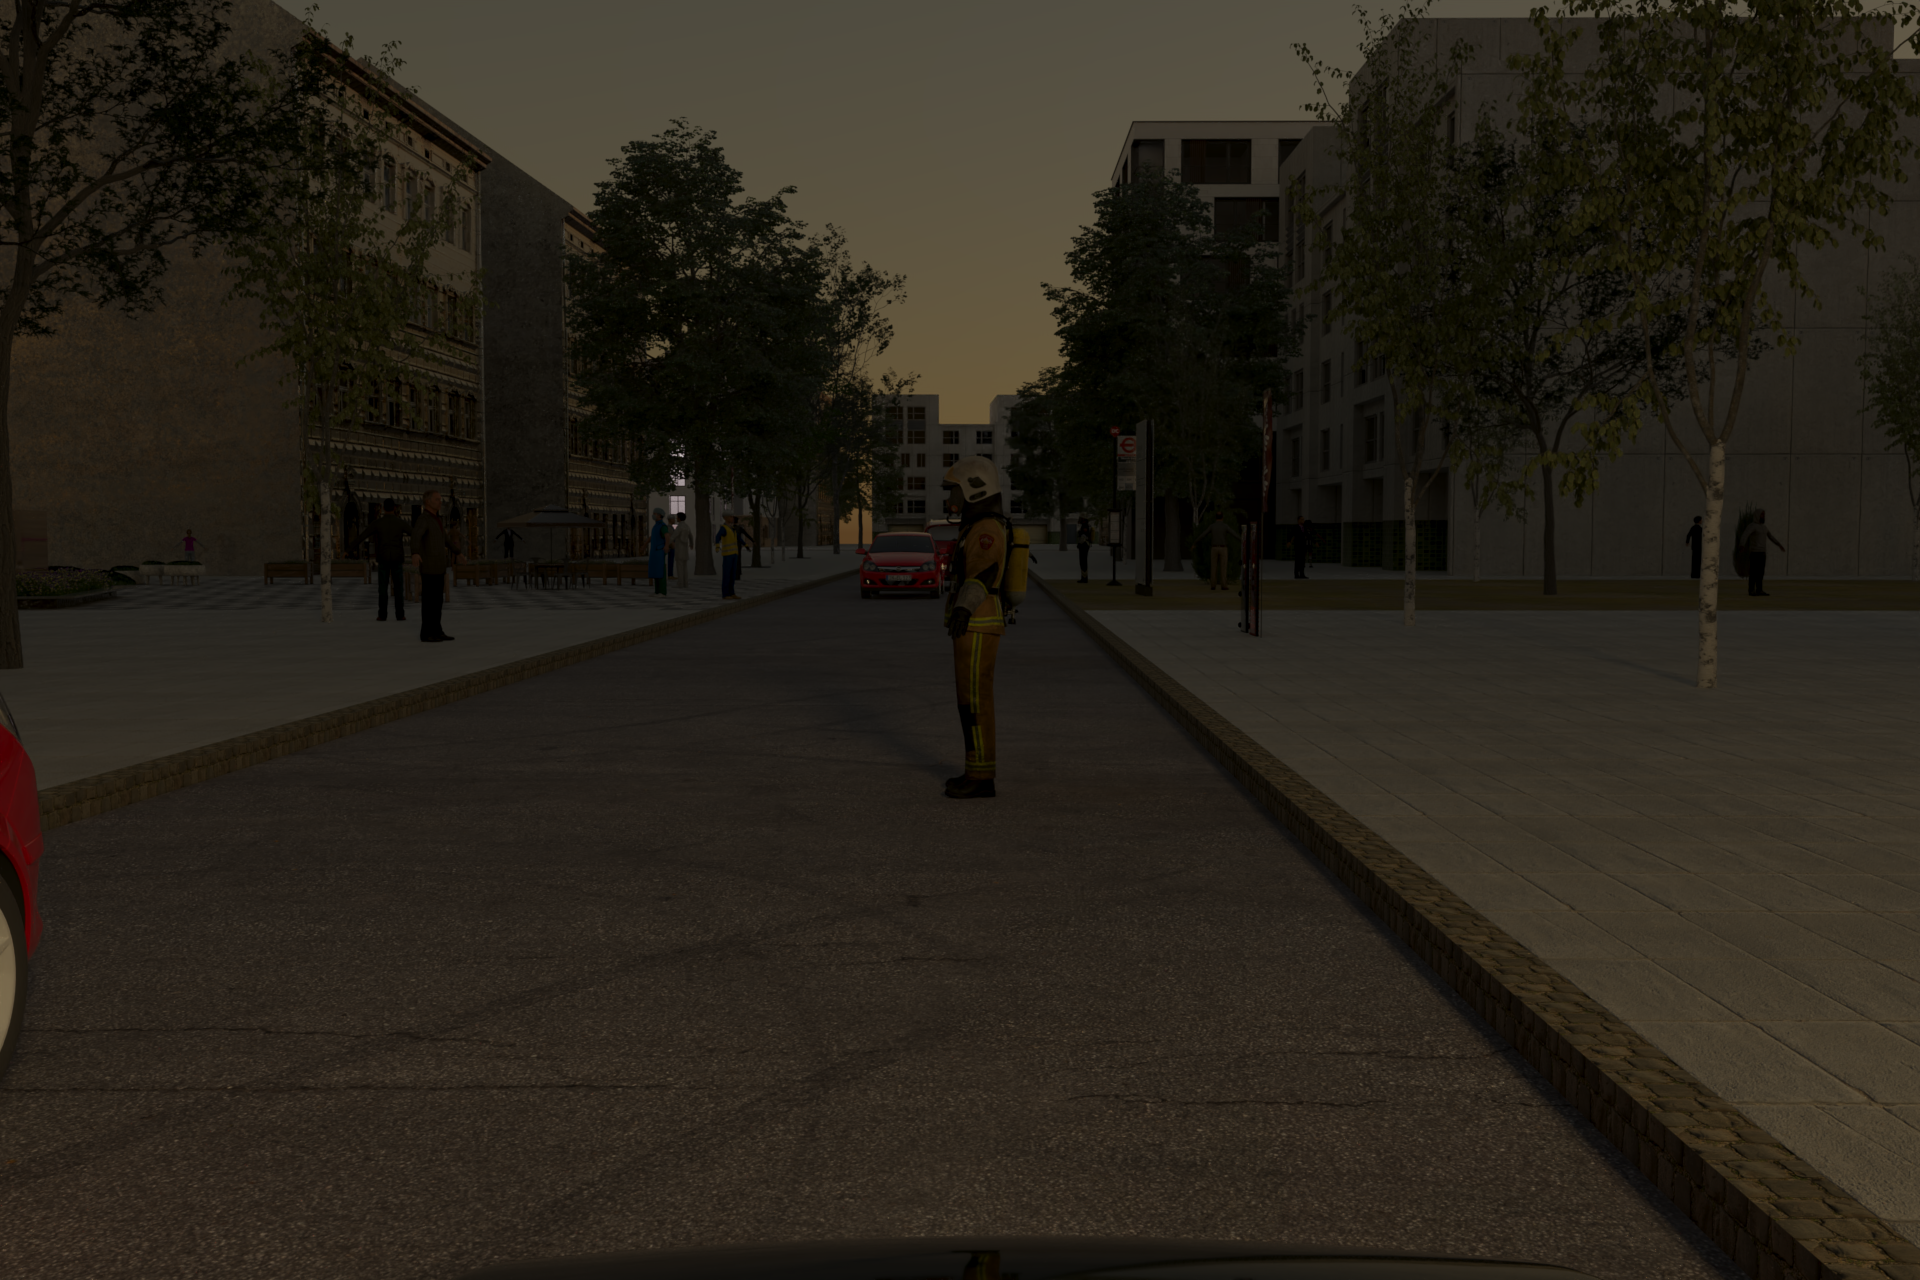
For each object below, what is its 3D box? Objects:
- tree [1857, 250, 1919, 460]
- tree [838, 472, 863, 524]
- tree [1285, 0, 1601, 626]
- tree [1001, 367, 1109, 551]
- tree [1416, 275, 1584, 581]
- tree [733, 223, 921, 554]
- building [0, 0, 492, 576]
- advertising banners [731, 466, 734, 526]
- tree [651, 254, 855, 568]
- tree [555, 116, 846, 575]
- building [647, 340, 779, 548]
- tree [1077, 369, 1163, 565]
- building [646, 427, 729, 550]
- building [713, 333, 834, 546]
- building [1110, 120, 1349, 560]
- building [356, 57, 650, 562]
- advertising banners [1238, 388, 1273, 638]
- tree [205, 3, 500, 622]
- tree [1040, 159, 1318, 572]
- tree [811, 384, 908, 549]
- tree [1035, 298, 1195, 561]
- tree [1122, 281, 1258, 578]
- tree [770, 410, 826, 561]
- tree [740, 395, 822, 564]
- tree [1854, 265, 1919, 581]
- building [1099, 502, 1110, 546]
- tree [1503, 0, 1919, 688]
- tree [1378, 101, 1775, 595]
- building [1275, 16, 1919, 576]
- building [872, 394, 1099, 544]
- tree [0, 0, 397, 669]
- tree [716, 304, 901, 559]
[{"bbox_3d":[23.443,-5.607,42.029,4.360,8.622,3.978,0,3,0],"label":"tree"},{"bbox_3d":[-15.987,-18.602,222.270,7.486,12.596,7.792,0,3,0],"label":"tree"},{"bbox_3d":[6.322,-4.490,23.772,4.737,8.622,4.395,0,3,0],"label":"tree"},{"bbox_3d":[7.664,-13.644,129.726,9.857,13.997,8.962,0,3,0],"label":"tree"},{"bbox_3d":[13.960,-5.921,47.169,4.360,8.622,3.978,0,3,0],"label":"tree"},{"bbox_3d":[-8.669,-15.441,108.357,12.611,20.169,13.585,0,3,0],"label":"tree"},{"bbox_3d":[-28.847,-14.086,61.237,19.493,23.208,18.063,0,4,2],"label":"building"},{"bbox_3d":[-5.878,-2.929,44.075,0.090,3.025,2.074,0,4,0],"label":"advertising banners"},{"bbox_3d":[-7.840,-8.557,65.668,9.928,11.665,9.643,0,3,0],"label":"tree"},{"bbox_3d":[-7.948,-8.989,53.631,9.857,13.997,8.962,0,3,0],"label":"tree"},{"bbox_3d":[-24.054,-18.983,166.790,16.016,20.090,11.380,0,4,1],"label":"building"},{"bbox_3d":[6.855,-7.443,72.057,4.737,8.622,4.395,0,3,0],"label":"tree"},{"bbox_3d":[-24.315,-12.681,149.478,9.099,9.664,28.070,0,4,1],"label":"building"},{"bbox_3d":[-24.032,-22.053,191.501,19.493,23.208,18.063,0,4,2],"label":"building"},{"bbox_3d":[22.653,-15.793,102.194,27.936,21.610,32.646,0,4,1],"label":"building"},{"bbox_3d":[-27.292,-15.809,89.407,19.493,23.208,18.063,0,4,2],"label":"building"},{"bbox_3d":[3.718,-1.568,21.824,0.090,3.025,2.074,0,4,0],"label":"advertising banners"},{"bbox_3d":[-9.087,-4.579,25.233,4.737,8.622,4.395,0,3,0],"label":"tree"},{"bbox_3d":[7.312,-9.323,59.091,9.857,13.997,8.962,0,3,0],"label":"tree"},{"bbox_3d":[-7.968,-13.034,131.236,7.486,12.596,7.792,0,3,0],"label":"tree"},{"bbox_3d":[7.389,-9.947,80.763,7.486,12.596,7.792,0,3,0],"label":"tree"},{"bbox_3d":[7.002,-6.121,50.438,4.360,8.622,3.978,0,3,0],"label":"tree"},{"bbox_3d":[-8.269,-7.990,81.004,4.737,8.622,4.395,0,3,0],"label":"tree"},{"bbox_3d":[-8.044,-7.606,74.726,4.737,8.622,4.395,0,3,0],"label":"tree"},{"bbox_3d":[26.097,-5.902,46.853,4.737,8.622,4.395,0,3,0],"label":"tree"},{"bbox_3d":[24.640,-21.526,182.884,19.493,23.208,18.063,0,4,1],"label":"building"},{"bbox_3d":[6.346,-3.920,14.451,4.737,8.622,4.395,0,3,0],"label":"tree"},{"bbox_3d":[12.660,-6.250,36.600,8.767,10.594,7.601,2,4,27],"label":"tree"},{"bbox_3d":[23.558,-12.331,68.071,16.747,18.905,31.486,0,4,1],"label":"building"},{"bbox_3d":[4.336,-21.844,226.066,31.486,18.905,16.747,0,4,-2],"label":"building"},{"bbox_3d":[-9.191,-4.983,15.889,8.767,10.594,7.601,1,4,12],"label":"tree"},{"bbox_3d":[-8.291,-11.041,90.883,12.009,13.543,11.850,0,3,0],"label":"tree"}]
